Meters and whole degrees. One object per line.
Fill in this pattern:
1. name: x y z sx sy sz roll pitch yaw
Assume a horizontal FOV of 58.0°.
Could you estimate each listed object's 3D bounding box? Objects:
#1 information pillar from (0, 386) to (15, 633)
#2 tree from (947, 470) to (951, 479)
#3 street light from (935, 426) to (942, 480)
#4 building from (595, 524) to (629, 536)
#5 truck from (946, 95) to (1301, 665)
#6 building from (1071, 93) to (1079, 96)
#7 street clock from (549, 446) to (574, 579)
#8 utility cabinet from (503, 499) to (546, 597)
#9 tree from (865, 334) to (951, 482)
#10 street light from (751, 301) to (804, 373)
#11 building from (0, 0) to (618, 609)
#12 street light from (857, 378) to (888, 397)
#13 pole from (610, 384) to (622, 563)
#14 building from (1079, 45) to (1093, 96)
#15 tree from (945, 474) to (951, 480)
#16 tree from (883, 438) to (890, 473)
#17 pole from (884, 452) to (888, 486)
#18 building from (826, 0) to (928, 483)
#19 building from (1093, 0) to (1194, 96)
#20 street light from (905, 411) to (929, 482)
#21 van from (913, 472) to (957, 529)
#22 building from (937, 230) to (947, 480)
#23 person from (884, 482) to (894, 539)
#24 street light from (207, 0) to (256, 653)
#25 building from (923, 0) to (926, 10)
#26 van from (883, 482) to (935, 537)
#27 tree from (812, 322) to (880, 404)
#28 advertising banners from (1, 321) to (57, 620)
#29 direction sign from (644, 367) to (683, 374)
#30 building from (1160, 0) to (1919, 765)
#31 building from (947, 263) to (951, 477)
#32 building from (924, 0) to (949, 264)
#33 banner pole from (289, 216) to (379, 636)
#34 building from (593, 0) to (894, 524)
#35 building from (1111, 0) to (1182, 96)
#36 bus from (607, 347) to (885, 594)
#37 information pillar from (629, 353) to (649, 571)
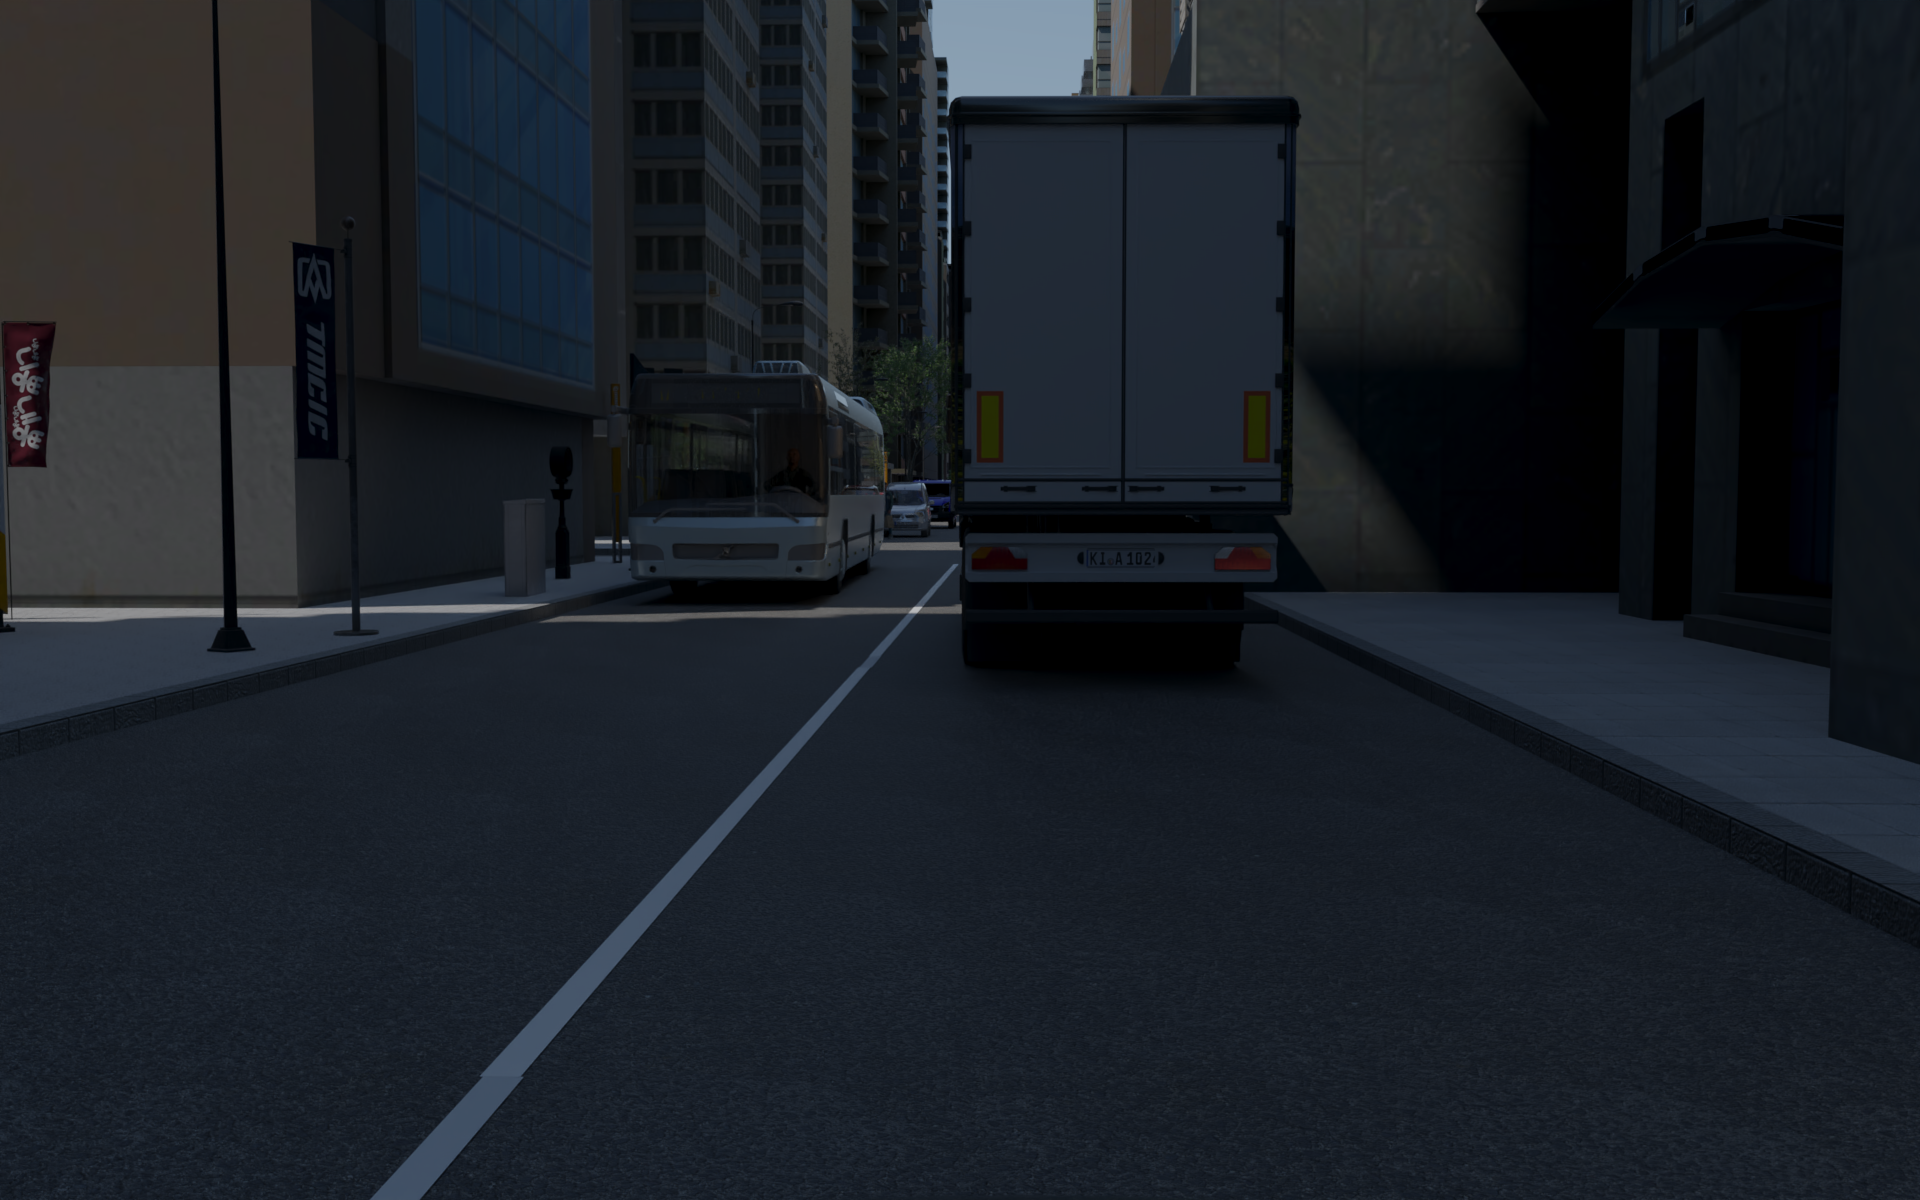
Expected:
1. information pillar: -8.997 -1.497 15.838 0.183 3.616 0.504 2 4 30
2. tree: 0.027 -12.773 192.544 4.285 4.588 4.351 0 3 0
3. street light: -1.948 -8.954 118.945 1.470 5.913 1.316 0 4 2
4. building: -19.733 -22.329 56.963 32.217 40.220 23.993 0 4 2
5. truck: 1.199 -1.768 17.826 2.839 4.237 11.283 0 4 0
6. building: 24.542 -43.972 260.939 21.231 58.520 28.212 0 4 2
7. street clock: -6.011 -1.321 26.161 0.358 2.002 0.471 0 4 5
8. utility cabinet: -5.551 -0.668 22.081 0.306 1.237 1.020 0 4 0
9. tree: -3.180 -11.431 112.644 9.928 11.665 9.643 0 3 0
10. street light: -4.463 -4.240 41.859 1.470 5.913 1.316 0 4 2
11. building: -13.871 -22.949 25.320 14.200 45.320 14.600 0 4 2
12. street light: -3.569 -5.929 69.480 1.470 5.913 1.316 0 4 2
13. pole: -6.369 -2.339 32.089 0.158 3.312 0.155 0 3 0
14. building: 23.265 -33.972 175.055 23.786 49.044 30.456 0 4 2
15. tree: -0.883 -10.446 165.399 1.663 3.219 1.824 0 3 0
16. tree: -4.872 -5.855 79.443 4.285 4.588 4.351 0 3 0
17. pole: -3.607 -5.521 84.114 0.158 3.312 0.155 0 3 0
18. building: -13.925 -29.177 131.675 22.147 44.769 28.867 0 4 2
19. building: 16.444 -26.930 123.893 14.154 41.232 14.086 0 4 2
20. street light: -2.514 -7.629 97.274 1.470 5.913 1.316 0 4 2
21. van: -1.121 -4.217 73.324 2.240 2.365 5.245 0 4 2
22. building: -9.023 -25.127 182.526 14.160 30.474 14.107 0 4 2
23. person: -2.362 -2.848 55.047 0.794 1.824 0.713 2 4 35
24. street light: -5.422 -2.534 13.968 1.470 5.913 1.316 0 4 2
25. building: -9.819 -30.759 153.025 14.600 45.320 14.200 0 4 2
26. van: -1.852 -3.161 58.688 2.013 2.044 4.112 0 4 1
27. tree: -5.169 -7.583 74.350 4.360 8.622 3.978 0 3 0
28. advertising banners: -10.183 -1.304 17.513 2.074 3.025 0.090 0 4 -6
29. direction sign: -5.400 -2.396 31.169 0.876 3.537 0.379 -2 4 -26
30. building: 14.019 -42.935 14.664 22.319 86.520 31.000 0 4 2
31. building: -7.671 -26.746 208.993 14.160 30.474 14.107 0 4 2
32. building: -11.136 -56.145 230.644 22.319 86.520 31.000 0 4 2
33. banner pole: -5.625 -1.559 15.514 0.401 3.779 0.863 2 4 28
34. building: -20.098 -24.581 93.773 32.217 40.220 23.993 0 4 2
35. building: 13.397 -25.675 69.900 14.600 45.320 14.200 0 4 2
36. bus: -2.882 -2.006 27.659 2.948 3.499 13.247 0 4 1
37. information pillar: -5.328 -2.303 29.004 0.183 3.616 0.504 2 4 32
